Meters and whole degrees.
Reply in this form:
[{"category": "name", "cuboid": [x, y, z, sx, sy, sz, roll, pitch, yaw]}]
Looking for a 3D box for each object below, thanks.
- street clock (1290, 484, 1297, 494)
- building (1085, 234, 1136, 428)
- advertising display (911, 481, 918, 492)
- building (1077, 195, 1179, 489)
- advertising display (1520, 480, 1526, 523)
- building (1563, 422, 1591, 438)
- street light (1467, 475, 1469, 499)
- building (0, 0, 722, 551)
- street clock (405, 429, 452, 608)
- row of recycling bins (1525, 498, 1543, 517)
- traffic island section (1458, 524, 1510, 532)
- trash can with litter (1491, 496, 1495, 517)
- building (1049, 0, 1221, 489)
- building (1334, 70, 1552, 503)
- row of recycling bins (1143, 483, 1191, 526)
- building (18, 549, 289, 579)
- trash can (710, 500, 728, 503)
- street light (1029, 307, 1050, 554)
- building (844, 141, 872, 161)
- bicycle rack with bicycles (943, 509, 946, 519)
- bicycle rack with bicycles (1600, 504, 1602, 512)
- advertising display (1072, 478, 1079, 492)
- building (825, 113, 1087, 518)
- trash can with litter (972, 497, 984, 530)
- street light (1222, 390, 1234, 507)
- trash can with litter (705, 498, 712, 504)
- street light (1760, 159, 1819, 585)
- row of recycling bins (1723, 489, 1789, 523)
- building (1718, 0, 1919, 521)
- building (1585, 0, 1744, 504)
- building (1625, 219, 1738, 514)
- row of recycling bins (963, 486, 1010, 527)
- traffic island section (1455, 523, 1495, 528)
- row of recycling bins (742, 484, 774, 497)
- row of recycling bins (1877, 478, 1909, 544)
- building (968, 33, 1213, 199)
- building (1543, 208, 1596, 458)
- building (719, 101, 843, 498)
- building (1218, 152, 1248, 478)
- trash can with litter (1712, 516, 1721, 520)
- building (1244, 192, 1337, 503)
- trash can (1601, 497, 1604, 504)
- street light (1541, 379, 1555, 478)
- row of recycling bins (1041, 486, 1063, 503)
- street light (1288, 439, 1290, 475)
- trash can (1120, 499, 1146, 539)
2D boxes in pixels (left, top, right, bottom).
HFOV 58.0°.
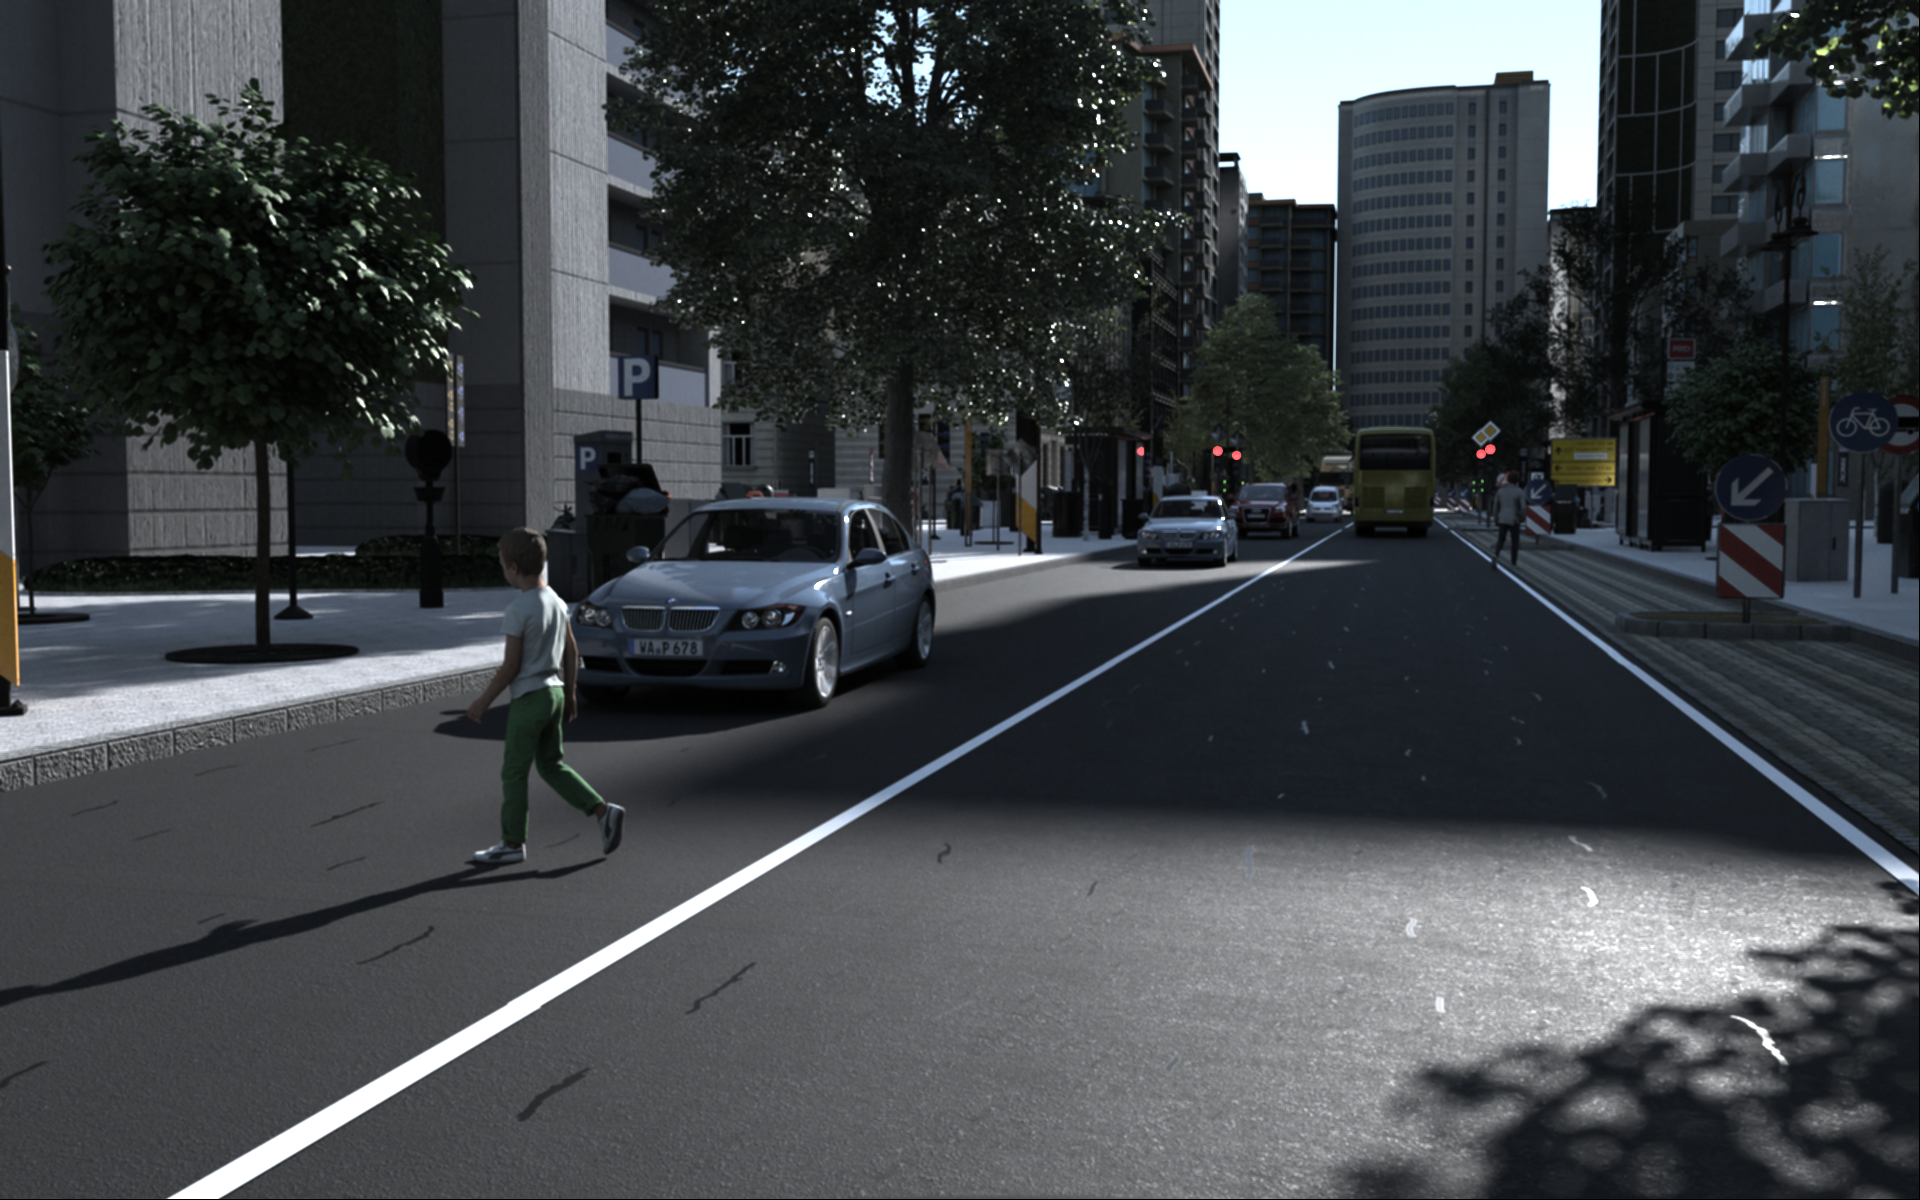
[{"category": "street clock", "cuboid": [23.856, -7.295, 123.840, 0.471, 2.002, 0.358, -2, 4, -28]}, {"category": "building", "cuboid": [6.056, -16.613, 120.772, 9.793, 20.994, 18.267, 1, 4, 14]}, {"category": "advertising display", "cuboid": [-2.437, -4.838, 84.309, 0.974, 1.923, 0.123, -1, 4, -21]}, {"category": "building", "cuboid": [10.212, -18.827, 137.501, 12.332, 23.373, 15.834, 1, 4, 14]}, {"category": "advertising display", "cuboid": [25.043, -4.394, 77.056, 0.123, 1.923, 0.974, 1, 4, 23]}, {"category": "building", "cuboid": [78.068, -53.460, 186.743, 22.319, 86.520, 31.000, 1, 4, 14]}, {"category": "street light", "cuboid": [42.730, -10.572, 145.644, 0.468, 5.910, 1.993, 1, 4, 14]}, {"category": "building", "cuboid": [-22.316, -31.250, 52.929, 28.212, 58.520, 21.231, 1, 4, 14]}, {"category": "street clock", "cuboid": [-5.972, -0.914, 19.515, 0.358, 2.002, 0.471, 3, 5, 40]}, {"category": "row of recycling bins", "cuboid": [28.296, -4.792, 85.468, 1.069, 1.692, 3.534, -1, 4, -11]}, {"category": "traffic island section", "cuboid": [20.248, -2.691, 66.284, 2.009, 0.180, 2.903, 1, 4, 14]}, {"category": "trash can with litter", "cuboid": [30.548, -5.365, 99.102, 0.624, 1.170, 1.055, 1, 4, 20]}, {"category": "building", "cuboid": [20.141, -46.083, 191.716, 20.563, 71.187, 20.611, 1, 4, 14]}, {"category": "building", "cuboid": [68.043, -43.114, 246.915, 28.212, 58.520, 21.231, 1, 4, 14]}, {"category": "row of recycling bins", "cuboid": [6.649, -3.347, 61.841, 3.534, 1.692, 1.069, -2, 4, -27]}, {"category": "building", "cuboid": [-25.188, -29.072, 17.332, 21.231, 58.520, 28.212, 1, 4, 14]}, {"category": "trash can", "cuboid": [-5.848, -1.927, 43.153, 0.748, 1.137, 0.748, 0, 3, 0]}, {"category": "street light", "cuboid": [1.682, -3.918, 36.849, 0.468, 5.910, 1.993, 1, 4, 14]}, {"category": "building", "cuboid": [-8.281, -34.225, 214.209, 28.867, 44.769, 22.147, 1, 4, 14]}, {"category": "bicycle rack with bicycles", "cuboid": [0.805, -4.485, 86.712, 2.852, 0.926, 2.925, -2, 4, -27]}, {"category": "bicycle rack with bicycles", "cuboid": [33.442, -4.682, 89.939, 2.925, 0.926, 2.852, 1, 4, 16]}, {"category": "advertising display", "cuboid": [4.897, -3.992, 70.484, 0.123, 1.923, 0.974, 3, 5, 40]}, {"category": "building", "cuboid": [0.577, -16.187, 100.821, 11.583, 22.565, 21.152, 1, 4, 14]}, {"category": "trash can with litter", "cuboid": [0.505, -3.064, 61.486, 0.624, 1.170, 1.055, 0, 4, 6]}, {"category": "street light", "cuboid": [11.916, -6.380, 77.096, 0.468, 5.910, 1.993, 1, 4, 14]}, {"category": "trash can with litter", "cuboid": [-6.230, -2.084, 45.456, 1.055, 1.170, 0.624, 0, 4, 6]}, {"category": "street light", "cuboid": [11.597, -3.154, 24.361, 0.468, 5.910, 1.993, 1, 4, 14]}, {"category": "row of recycling bins", "cuboid": [34.427, -4.148, 74.938, 1.069, 1.692, 3.534, -1, 4, -15]}, {"category": "building", "cuboid": [55.716, -28.698, 88.828, 30.456, 49.044, 23.786, 1, 4, 14]}, {"category": "building", "cuboid": [69.507, -44.315, 162.809, 20.563, 71.187, 20.611, 1, 4, 14]}, {"category": "building", "cuboid": [62.638, -16.836, 120.310, 27.650, 21.520, 28.899, 1, 4, 14]}, {"category": "row of recycling bins", "cuboid": [1.115, -3.762, 68.622, 1.069, 1.692, 3.534, -2, 4, -31]}, {"category": "traffic island section", "cuboid": [22.227, -3.165, 74.021, 2.009, 0.180, 2.903, 1, 4, 14]}, {"category": "row of recycling bins", "cuboid": [-9.396, -3.950, 71.703, 3.534, 1.692, 1.069, 1, 4, 12]}, {"category": "row of recycling bins", "cuboid": [25.126, -2.255, 43.984, 1.069, 1.692, 3.534, -3, 4, -36]}, {"category": "building", "cuboid": [12.615, -31.458, 168.955, 22.147, 44.769, 28.867, 1, 4, 14]}, {"category": "building", "cuboid": [88.064, -33.967, 238.951, 14.086, 41.232, 14.154, 1, 4, 14]}, {"category": "building", "cuboid": [-21.948, -16.572, 104.240, 30.059, 22.955, 16.112, 1, 4, 14]}, {"category": "building", "cuboid": [27.444, -32.198, 210.035, 14.086, 41.232, 14.154, 1, 4, 14]}, {"category": "trash can with litter", "cuboid": [37.684, -4.649, 87.066, 1.678, 1.210, 2.233, 2, 4, 27]}, {"category": "building", "cuboid": [40.489, -36.706, 254.768, 28.867, 44.769, 22.147, 1, 4, 14]}, {"category": "trash can", "cuboid": [34.131, -4.964, 92.813, 0.748, 1.137, 0.748, 0, 3, 0]}, {"category": "street light", "cuboid": [22.098, -5.650, 65.167, 0.468, 5.910, 1.993, 1, 4, 14]}, {"category": "row of recycling bins", "cuboid": [4.832, -4.998, 88.823, 1.069, 1.692, 3.534, 1, 4, 21]}, {"category": "street light", "cuboid": [22.468, -8.895, 118.218, 0.468, 5.910, 1.993, 1, 4, 14]}, {"category": "trash can", "cuboid": [4.914, -2.299, 49.244, 0.748, 1.137, 0.748, 0, 3, 0]}]
